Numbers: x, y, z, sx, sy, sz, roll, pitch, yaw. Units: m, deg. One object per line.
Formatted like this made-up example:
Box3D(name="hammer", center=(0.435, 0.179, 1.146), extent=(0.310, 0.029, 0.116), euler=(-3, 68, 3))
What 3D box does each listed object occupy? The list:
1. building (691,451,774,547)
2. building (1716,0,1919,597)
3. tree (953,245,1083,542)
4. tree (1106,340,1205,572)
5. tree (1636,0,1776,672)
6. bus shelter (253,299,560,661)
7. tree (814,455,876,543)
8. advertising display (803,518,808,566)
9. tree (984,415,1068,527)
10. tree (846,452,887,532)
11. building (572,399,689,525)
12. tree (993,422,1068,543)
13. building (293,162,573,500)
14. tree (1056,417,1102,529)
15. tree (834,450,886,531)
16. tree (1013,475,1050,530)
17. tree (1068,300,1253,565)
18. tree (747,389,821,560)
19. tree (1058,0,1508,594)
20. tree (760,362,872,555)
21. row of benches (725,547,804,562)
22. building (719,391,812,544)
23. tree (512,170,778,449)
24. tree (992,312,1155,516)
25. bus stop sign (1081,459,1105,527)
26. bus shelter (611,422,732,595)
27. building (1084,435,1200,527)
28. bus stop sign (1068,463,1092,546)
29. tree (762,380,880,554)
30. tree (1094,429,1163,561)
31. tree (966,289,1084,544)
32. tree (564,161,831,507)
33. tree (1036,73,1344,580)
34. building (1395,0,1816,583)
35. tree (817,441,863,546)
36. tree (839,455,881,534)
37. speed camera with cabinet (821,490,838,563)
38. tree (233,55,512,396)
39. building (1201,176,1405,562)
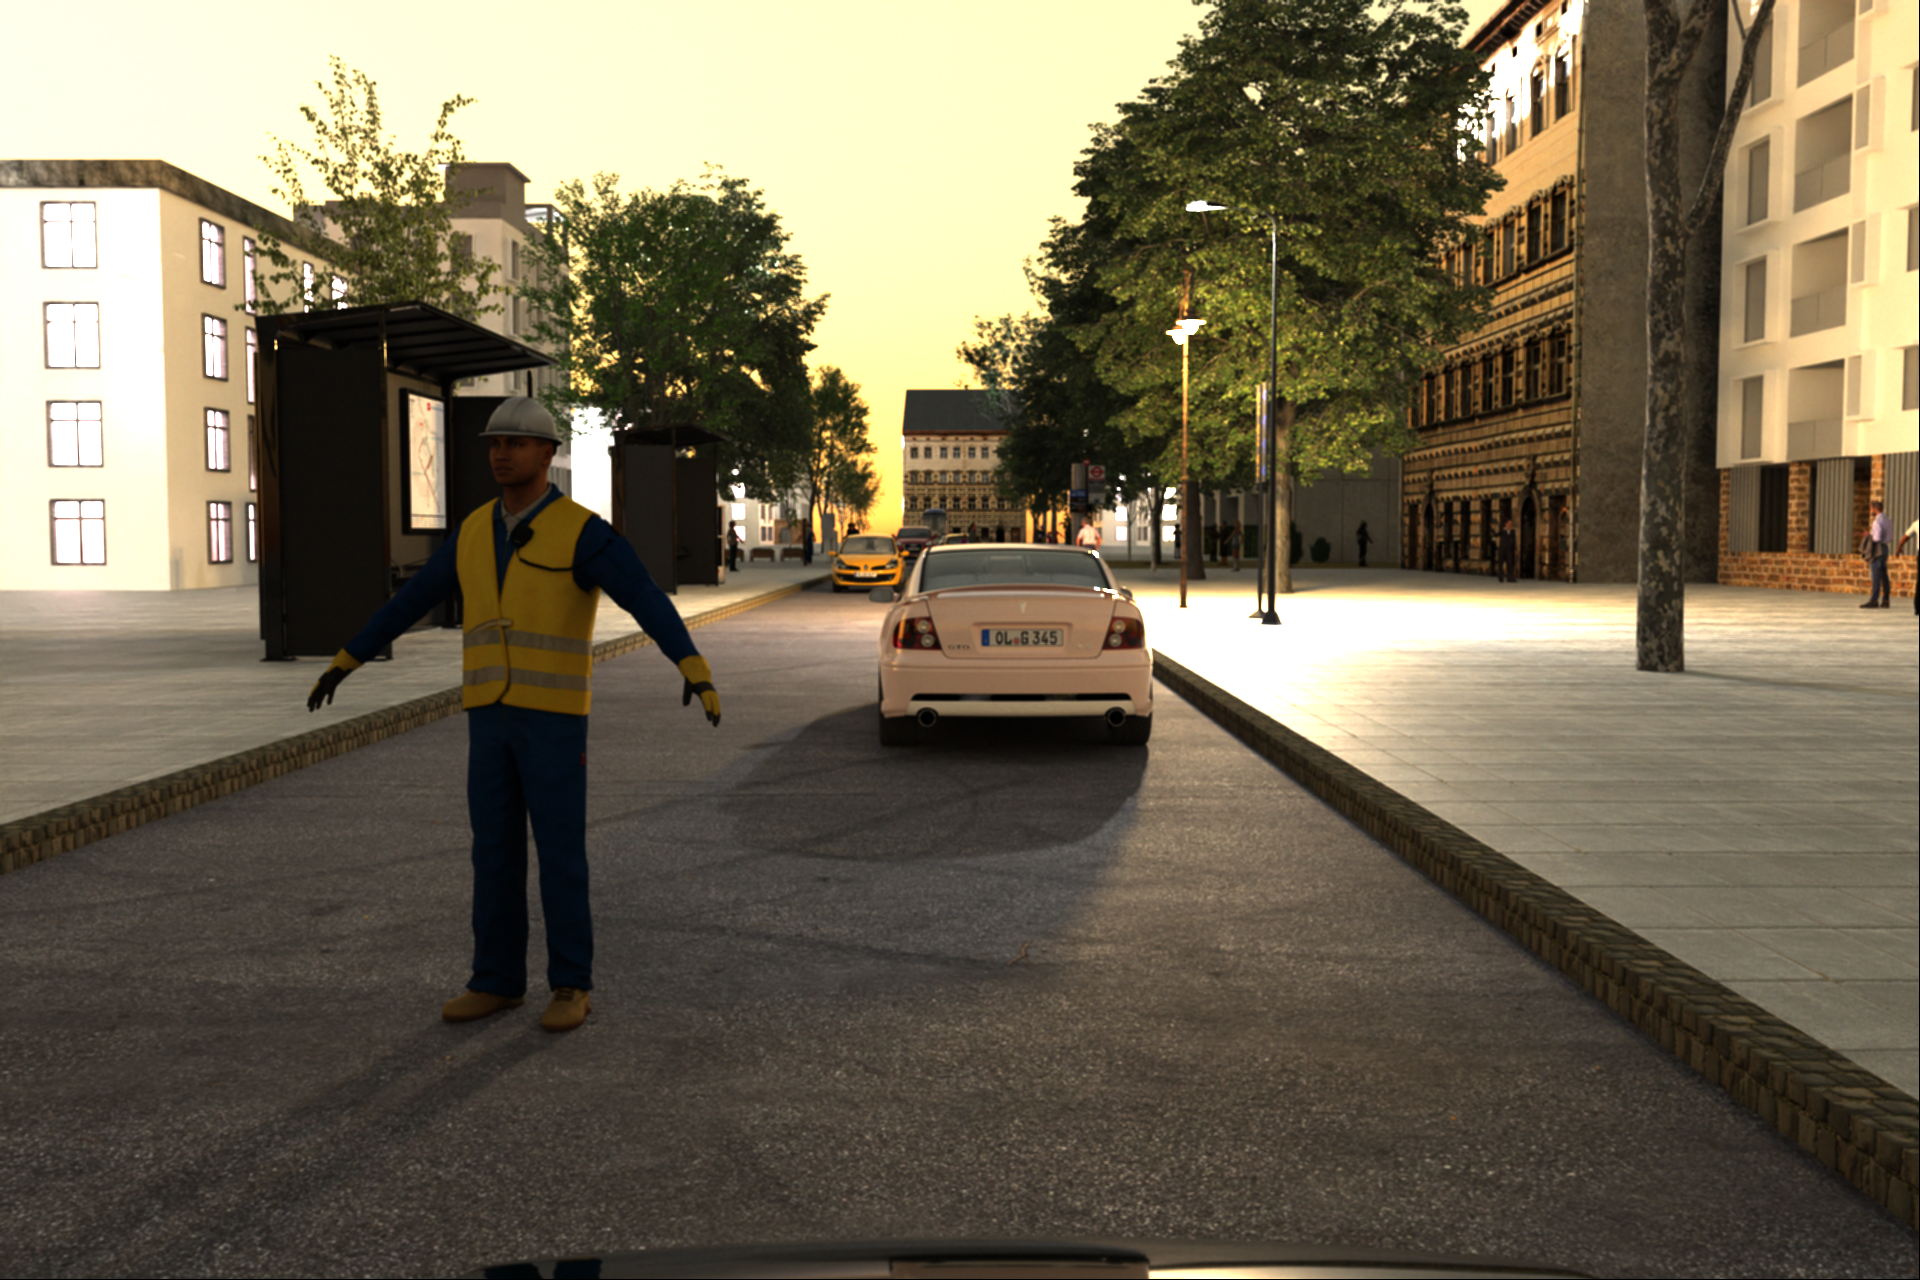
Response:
Box3D(name="building", center=(-24.661, -15.067, 188.496), extent=(9.099, 9.664, 28.070), euler=(0, 3, 0))
Box3D(name="building", center=(24.099, -11.303, 41.230), extent=(16.016, 20.090, 11.380), euler=(0, 3, 0))
Box3D(name="tree", center=(5.287, -15.930, 116.347), extent=(12.611, 20.169, 13.585), euler=(0, 3, 0))
Box3D(name="tree", center=(6.605, -6.592, 58.145), extent=(4.737, 8.622, 4.395), euler=(0, 3, 0))
Box3D(name="tree", center=(6.348, -9.685, 14.241), extent=(12.611, 20.169, 13.585), euler=(0, 3, 0))
Box3D(name="bus shelter", center=(-6.279, -1.787, 20.496), extent=(1.731, 3.624, 6.357), euler=(0, 3, 0))
Box3D(name="tree", center=(-17.799, -21.375, 259.855), extent=(12.009, 13.543, 11.850), euler=(0, 3, 0))
Box3D(name="advertising display", center=(-6.237, -3.959, 69.945), extent=(0.123, 1.923, 0.974), euler=(0, 3, 0))
Box3D(name="tree", center=(7.435, -15.918, 170.623), extent=(12.009, 13.543, 11.850), euler=(0, 3, 0))
Box3D(name="tree", center=(-8.896, -12.096, 148.127), extent=(4.360, 8.622, 3.978), euler=(0, 3, 0))
Box3D(name="building", center=(-23.302, -10.924, 120.759), extent=(9.099, 9.664, 28.070), euler=(0, 4, -1))
Box3D(name="tree", center=(6.759, -13.957, 153.959), extent=(9.928, 11.665, 9.643), euler=(0, 3, 0))
Box3D(name="building", center=(-27.943, -14.260, 89.566), extent=(16.016, 20.090, 11.380), euler=(0, 4, 0))
Box3D(name="tree", center=(7.066, -9.393, 103.932), extent=(4.737, 8.622, 4.395), euler=(0, 3, 0))
Box3D(name="tree", center=(-8.819, -11.556, 139.295), extent=(4.360, 8.622, 3.978), euler=(0, 3, 0))
Box3D(name="tree", center=(7.428, -12.972, 162.452), extent=(4.360, 8.622, 3.978), euler=(0, 3, 0))
Box3D(name="tree", center=(8.497, -8.996, 72.839), extent=(9.928, 11.665, 9.643), euler=(0, 3, 0))
Box3D(name="tree", center=(-8.683, -8.301, 86.085), extent=(4.737, 8.622, 4.395), euler=(0, 3, 0))
Box3D(name="tree", center=(6.774, -7.978, 37.100), extent=(9.857, 13.997, 8.962), euler=(0, 3, 0))
Box3D(name="tree", center=(-8.864, -10.912, 104.169), extent=(9.928, 11.665, 9.643), euler=(0, 3, 0))
Box3D(name="row of benches", center=(-9.156, -4.004, 80.934), extent=(4.104, 0.672, 1.422), euler=(-1, 4, -16))
Box3D(name="building", center=(-24.423, -21.957, 215.423), extent=(16.016, 20.090, 11.380), euler=(0, 4, 0))
Box3D(name="tree", center=(-8.874, -7.579, 49.675), extent=(9.928, 11.665, 9.643), euler=(0, 3, 0))
Box3D(name="tree", center=(6.492, -11.465, 94.102), extent=(9.857, 13.997, 8.962), euler=(0, 3, 0))
Box3D(name="bus stop sign", center=(4.707, -4.446, 61.403), extent=(0.855, 3.939, 0.416), euler=(0, 4, 0))
Box3D(name="bus shelter", center=(-6.444, -2.939, 39.335), extent=(1.731, 3.624, 6.357), euler=(0, 4, 0))
Box3D(name="building", center=(25.411, -23.686, 218.193), extent=(19.493, 23.208, 18.063), euler=(0, 3, 0))
Box3D(name="bus stop sign", center=(4.472, -4.624, 64.612), extent=(0.837, 3.901, 0.837), euler=(0, 4, -1))
Box3D(name="tree", center=(-9.117, -11.539, 114.410), extent=(9.928, 11.665, 9.643), euler=(0, 3, 0))
Box3D(name="tree", center=(7.875, -8.020, 81.497), extent=(4.360, 8.622, 3.978), euler=(0, 3, 0))
Box3D(name="tree", center=(6.566, -17.131, 135.987), extent=(12.611, 20.169, 13.585), euler=(0, 3, 0))
Box3D(name="tree", center=(-9.134, -9.456, 61.262), extent=(9.857, 13.997, 8.962), euler=(0, 3, 0))
Box3D(name="tree", center=(6.643, -8.683, 48.625), extent=(9.857, 13.997, 8.962), euler=(0, 3, 0))
Box3D(name="building", center=(25.268, -13.611, 53.477), extent=(19.493, 23.208, 18.063), euler=(0, 4, 0))
Box3D(name="tree", center=(-8.717, -10.963, 129.614), extent=(4.360, 8.622, 3.978), euler=(0, 3, 0))
Box3D(name="tree", center=(-8.749, -12.818, 159.937), extent=(4.360, 8.622, 3.978), euler=(0, 3, 0))
Box3D(name="speed camera with cabinet", center=(-5.898, -5.126, 78.147), extent=(0.660, 3.252, 2.038), euler=(0, 4, 2))
Box3D(name="tree", center=(-8.856, -4.686, 26.980), extent=(4.737, 8.622, 4.395), euler=(0, 3, 0))
Box3D(name="building", center=(23.595, -13.914, 93.951), extent=(16.747, 18.905, 31.486), euler=(0, 4, 0))
